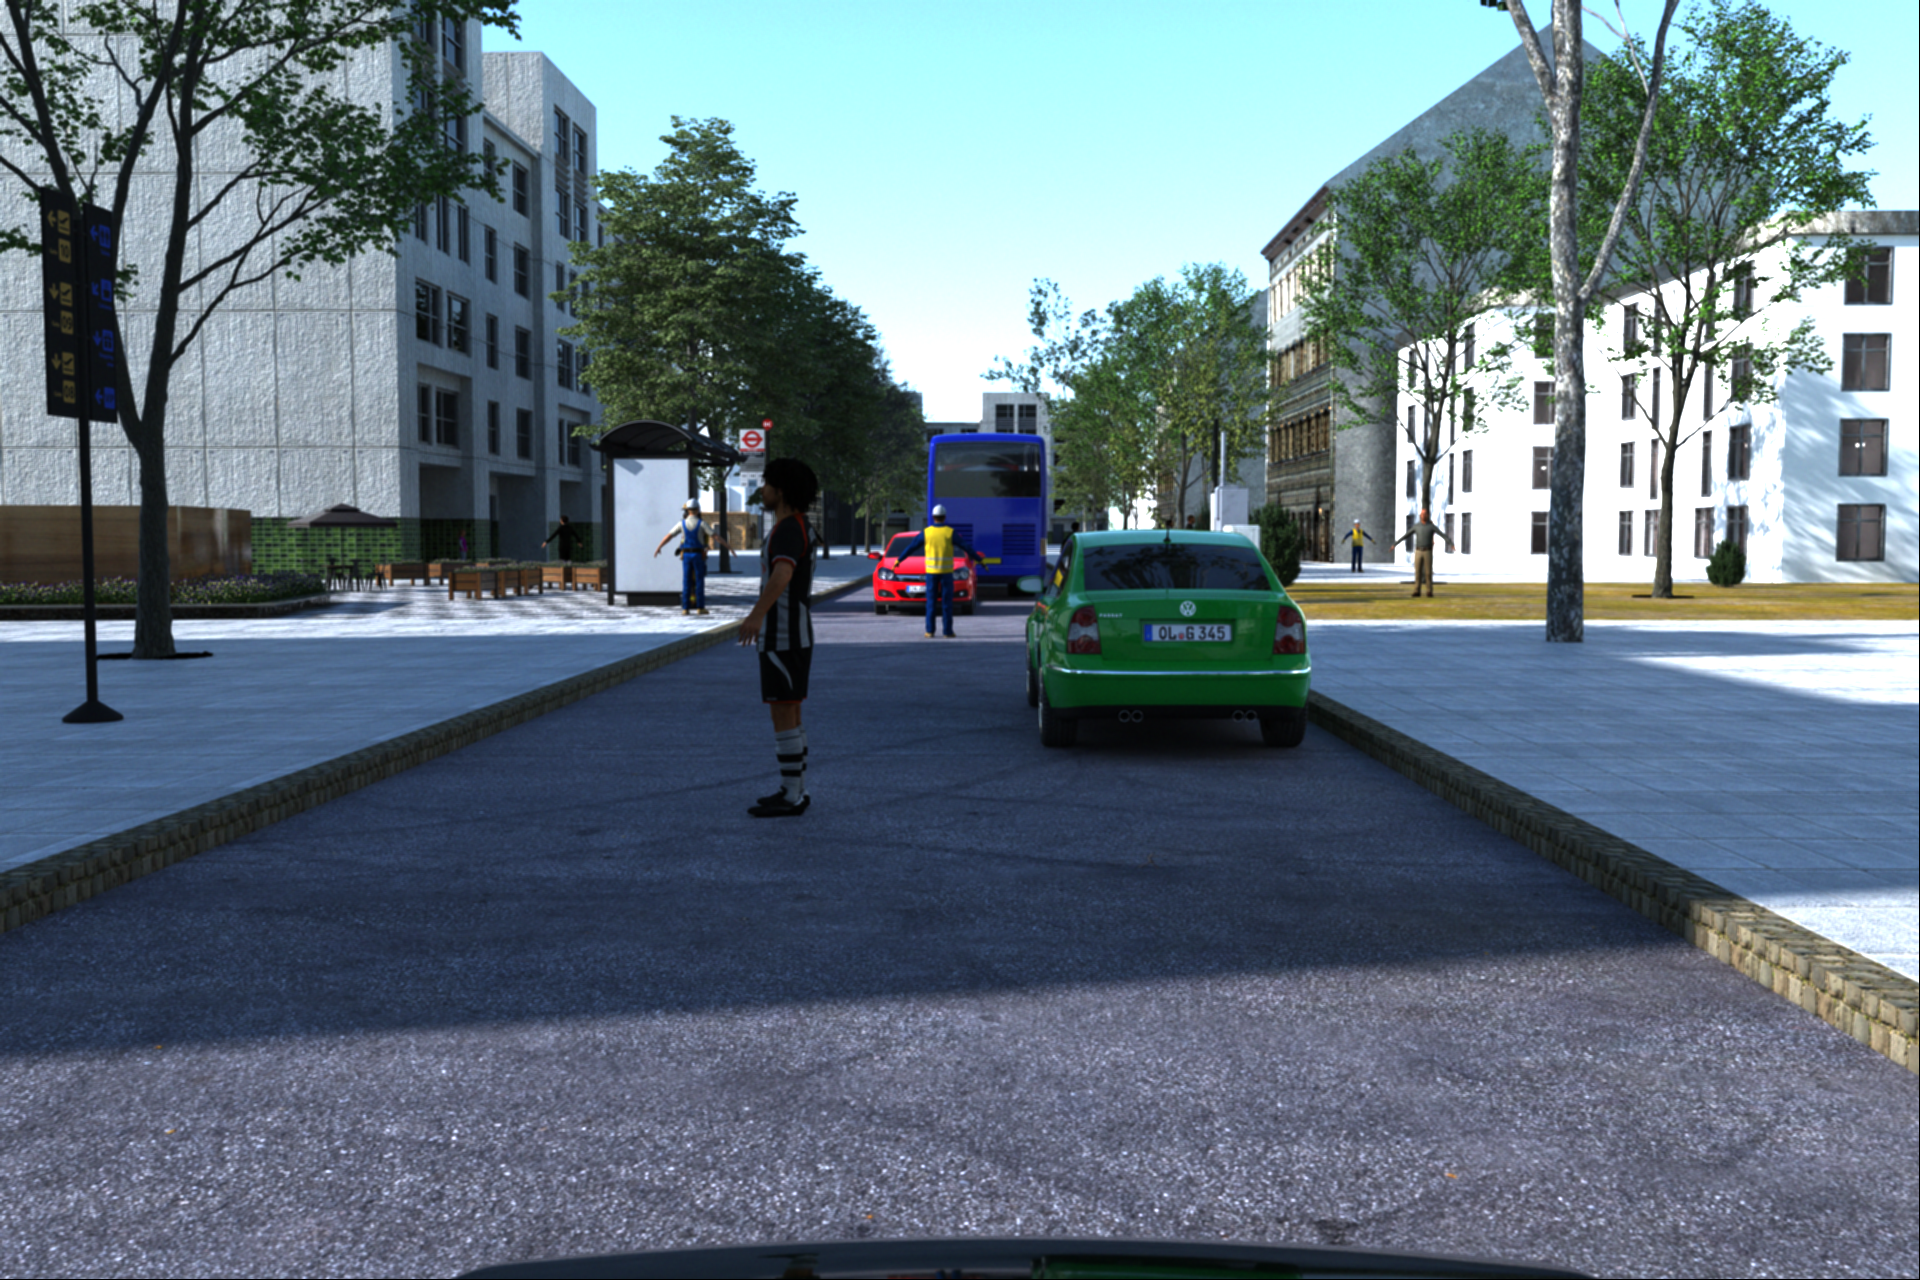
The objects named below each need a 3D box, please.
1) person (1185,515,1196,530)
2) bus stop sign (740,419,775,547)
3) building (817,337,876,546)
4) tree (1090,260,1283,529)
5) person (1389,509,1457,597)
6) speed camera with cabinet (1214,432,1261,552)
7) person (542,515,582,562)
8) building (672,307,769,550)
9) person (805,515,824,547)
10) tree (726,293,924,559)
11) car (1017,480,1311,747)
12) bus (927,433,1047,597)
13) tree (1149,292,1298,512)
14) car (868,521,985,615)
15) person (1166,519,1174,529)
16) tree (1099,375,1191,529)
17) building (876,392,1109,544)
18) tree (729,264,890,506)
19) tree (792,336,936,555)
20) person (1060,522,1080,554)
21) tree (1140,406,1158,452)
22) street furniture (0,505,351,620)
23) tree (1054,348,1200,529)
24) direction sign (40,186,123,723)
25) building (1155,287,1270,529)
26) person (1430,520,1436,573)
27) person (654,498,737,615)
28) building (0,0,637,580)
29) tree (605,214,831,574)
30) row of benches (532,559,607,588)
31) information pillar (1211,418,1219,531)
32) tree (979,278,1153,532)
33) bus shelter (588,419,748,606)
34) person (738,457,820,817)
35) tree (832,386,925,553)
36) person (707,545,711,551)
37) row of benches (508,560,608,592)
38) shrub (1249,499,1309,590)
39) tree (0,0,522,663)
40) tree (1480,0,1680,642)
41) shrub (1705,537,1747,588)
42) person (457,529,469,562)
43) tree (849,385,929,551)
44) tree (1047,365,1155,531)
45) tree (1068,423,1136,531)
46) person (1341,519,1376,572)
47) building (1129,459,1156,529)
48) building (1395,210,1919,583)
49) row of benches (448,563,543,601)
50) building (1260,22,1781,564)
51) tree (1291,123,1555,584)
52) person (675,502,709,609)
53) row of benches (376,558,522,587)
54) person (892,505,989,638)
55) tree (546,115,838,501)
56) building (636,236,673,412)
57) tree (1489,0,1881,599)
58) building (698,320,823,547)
[{"bbox_3d":[6.361,-2.528,47.554,0.704,1.802,1.346,0,4,7],"label":"person"},{"bbox_3d":[-4.676,-3.152,40.234,0.855,3.939,0.416,0,4,1],"label":"bus stop sign"},{"bbox_3d":[-24.359,-21.559,196.463,27.936,21.610,32.646,0,4,0],"label":"building"},{"bbox_3d":[8.503,-8.557,65.663,9.928,11.665,9.643,0,3,0],"label":"tree"},{"bbox_3d":[9.445,-1.774,35.278,1.348,1.796,0.705,2,4,25],"label":"person"},{"bbox_3d":[5.280,-2.359,32.904,0.660,3.252,2.038,0,4,1],"label":"speed camera with cabinet"},{"bbox_3d":[-11.173,-2.610,48.863,0.705,1.806,1.347,3,5,40],"label":"person"},{"bbox_3d":[-22.245,-17.519,142.849,16.016,20.090,11.380,0,4,0],"label":"building"},{"bbox_3d":[-4.302,-2.568,47.923,1.347,1.837,0.705,-2,4,-34],"label":"person"},{"bbox_3d":[-6.666,-10.842,87.639,12.009,13.543,11.850,0,3,0],"label":"tree"},{"bbox_3d":[1.427,-0.259,13.034,1.959,1.807,4.718,0,4,0],"label":"car"},{"bbox_3d":[0.551,-3.118,42.528,2.896,3.916,12.251,0,4,0],"label":"bus"},{"bbox_3d":[7.796,-6.271,52.900,4.737,8.622,4.395,0,3,0],"label":"tree"},{"bbox_3d":[-0.605,-1.414,32.165,2.155,1.783,4.494,0,4,1],"label":"car"},{"bbox_3d":[6.629,-2.893,54.023,0.721,1.740,1.216,1,4,16],"label":"person"},{"bbox_3d":[8.324,-7.952,80.373,4.737,8.622,4.395,0,3,0],"label":"tree"},{"bbox_3d":[2.508,-21.607,222.190,31.486,18.905,16.747,0,4,-1],"label":"building"},{"bbox_3d":[-6.432,-9.499,73.435,7.486,12.596,7.792,0,3,0],"label":"tree"},{"bbox_3d":[-6.358,-11.896,104.874,12.009,13.543,11.850,0,3,0],"label":"tree"},{"bbox_3d":[3.013,-2.143,44.213,1.216,1.740,0.721,3,5,44],"label":"person"},{"bbox_3d":[27.370,-22.526,224.184,12.611,20.169,13.585,0,3,0],"label":"tree"},{"bbox_3d":[-13.673,-1.283,27.838,11.010,1.723,9.812,-1,4,-10],"label":"street furniture"},{"bbox_3d":[9.168,-10.290,93.994,9.928,11.665,9.643,0,3,0],"label":"tree"},{"bbox_3d":[-5.965,-1.212,11.809,0.379,3.537,0.876,0,4,1],"label":"direction sign"},{"bbox_3d":[27.813,-19.885,156.051,19.493,23.208,18.063,0,4,1],"label":"building"},{"bbox_3d":[15.479,-3.052,56.696,0.721,1.733,1.217,1,4,14],"label":"person"},{"bbox_3d":[-4.237,-1.330,27.601,1.347,1.847,0.705,0,4,7],"label":"person"},{"bbox_3d":[-23.646,-12.086,64.070,16.747,18.905,31.486,0,4,2],"label":"building"},{"bbox_3d":[-7.819,-7.981,56.243,9.928,11.665,9.643,0,3,0],"label":"tree"},{"bbox_3d":[-8.347,-1.630,42.108,4.104,0.672,1.422,-1,4,-12],"label":"row of benches"},{"bbox_3d":[5.181,-2.686,35.278,0.183,3.616,0.504,0,4,1],"label":"information pillar"},{"bbox_3d":[8.097,-16.715,129.172,12.611,20.169,13.585,0,3,0],"label":"tree"},{"bbox_3d":[-5.480,-2.411,33.340,2.014,3.302,5.546,0,4,1],"label":"bus shelter"},{"bbox_3d":[-0.919,-0.018,8.894,0.704,1.843,1.345,0,4,2],"label":"person"},{"bbox_3d":[-6.141,-11.750,117.870,9.928,11.665,9.643,0,3,0],"label":"tree"},{"bbox_3d":[-6.208,-2.053,39.753,1.347,1.806,0.705,3,5,44],"label":"person"},{"bbox_3d":[-9.035,-1.473,39.539,4.104,0.672,1.422,3,5,45],"label":"row of benches"},{"bbox_3d":[6.951,-2.133,38.918,1.661,2.075,1.752,0,3,0],"label":"shrub"},{"bbox_3d":[-8.345,-5.604,17.385,9.928,11.665,9.643,0,3,0],"label":"tree"},{"bbox_3d":[6.076,-9.987,19.179,12.611,20.169,13.585,0,3,0],"label":"tree"},{"bbox_3d":[18.413,-1.865,41.614,1.383,1.207,1.383,0,3,0],"label":"shrub"},{"bbox_3d":[-14.622,-2.564,51.184,0.599,1.433,0.991,0,4,-8],"label":"person"},{"bbox_3d":[-5.294,-12.884,128.774,7.486,12.596,7.792,0,3,0],"label":"tree"},{"bbox_3d":[9.359,-12.111,116.134,7.486,12.596,7.792,0,3,0],"label":"tree"},{"bbox_3d":[8.327,-9.668,108.440,4.360,8.622,3.978,0,3,0],"label":"tree"},{"bbox_3d":[13.366,-3.160,58.133,1.216,1.772,0.721,-1,4,-11],"label":"person"},{"bbox_3d":[24.420,-15.332,192.822,9.099,9.664,28.070,0,4,1],"label":"building"},{"bbox_3d":[22.558,-7.156,59.144,9.099,9.664,28.070,0,4,1],"label":"building"},{"bbox_3d":[-9.442,-1.213,35.298,1.422,0.672,4.104,0,4,4],"label":"row of benches"},{"bbox_3d":[25.592,-15.453,83.579,19.493,23.208,18.063,0,4,1],"label":"building"},{"bbox_3d":[12.106,-7.251,44.312,9.928,11.665,9.643,0,3,0],"label":"tree"},{"bbox_3d":[-4.587,-1.457,29.586,0.705,1.858,1.354,-2,4,-24],"label":"person"},{"bbox_3d":[-12.874,-1.749,44.062,1.422,0.672,4.104,3,4,38],"label":"row of benches"},{"bbox_3d":[-0.281,-0.952,23.998,1.349,1.833,0.705,0,4,5],"label":"person"},{"bbox_3d":[-7.220,-7.891,47.150,7.486,12.596,7.792,0,3,0],"label":"tree"},{"bbox_3d":[-25.896,-15.821,89.594,19.493,23.208,18.063,0,4,2],"label":"building"},{"bbox_3d":[14.239,-6.644,34.392,9.928,11.665,9.643,0,3,0],"label":"tree"},{"bbox_3d":[-23.787,-20.785,170.763,19.493,23.208,18.063,0,4,2],"label":"building"}]
